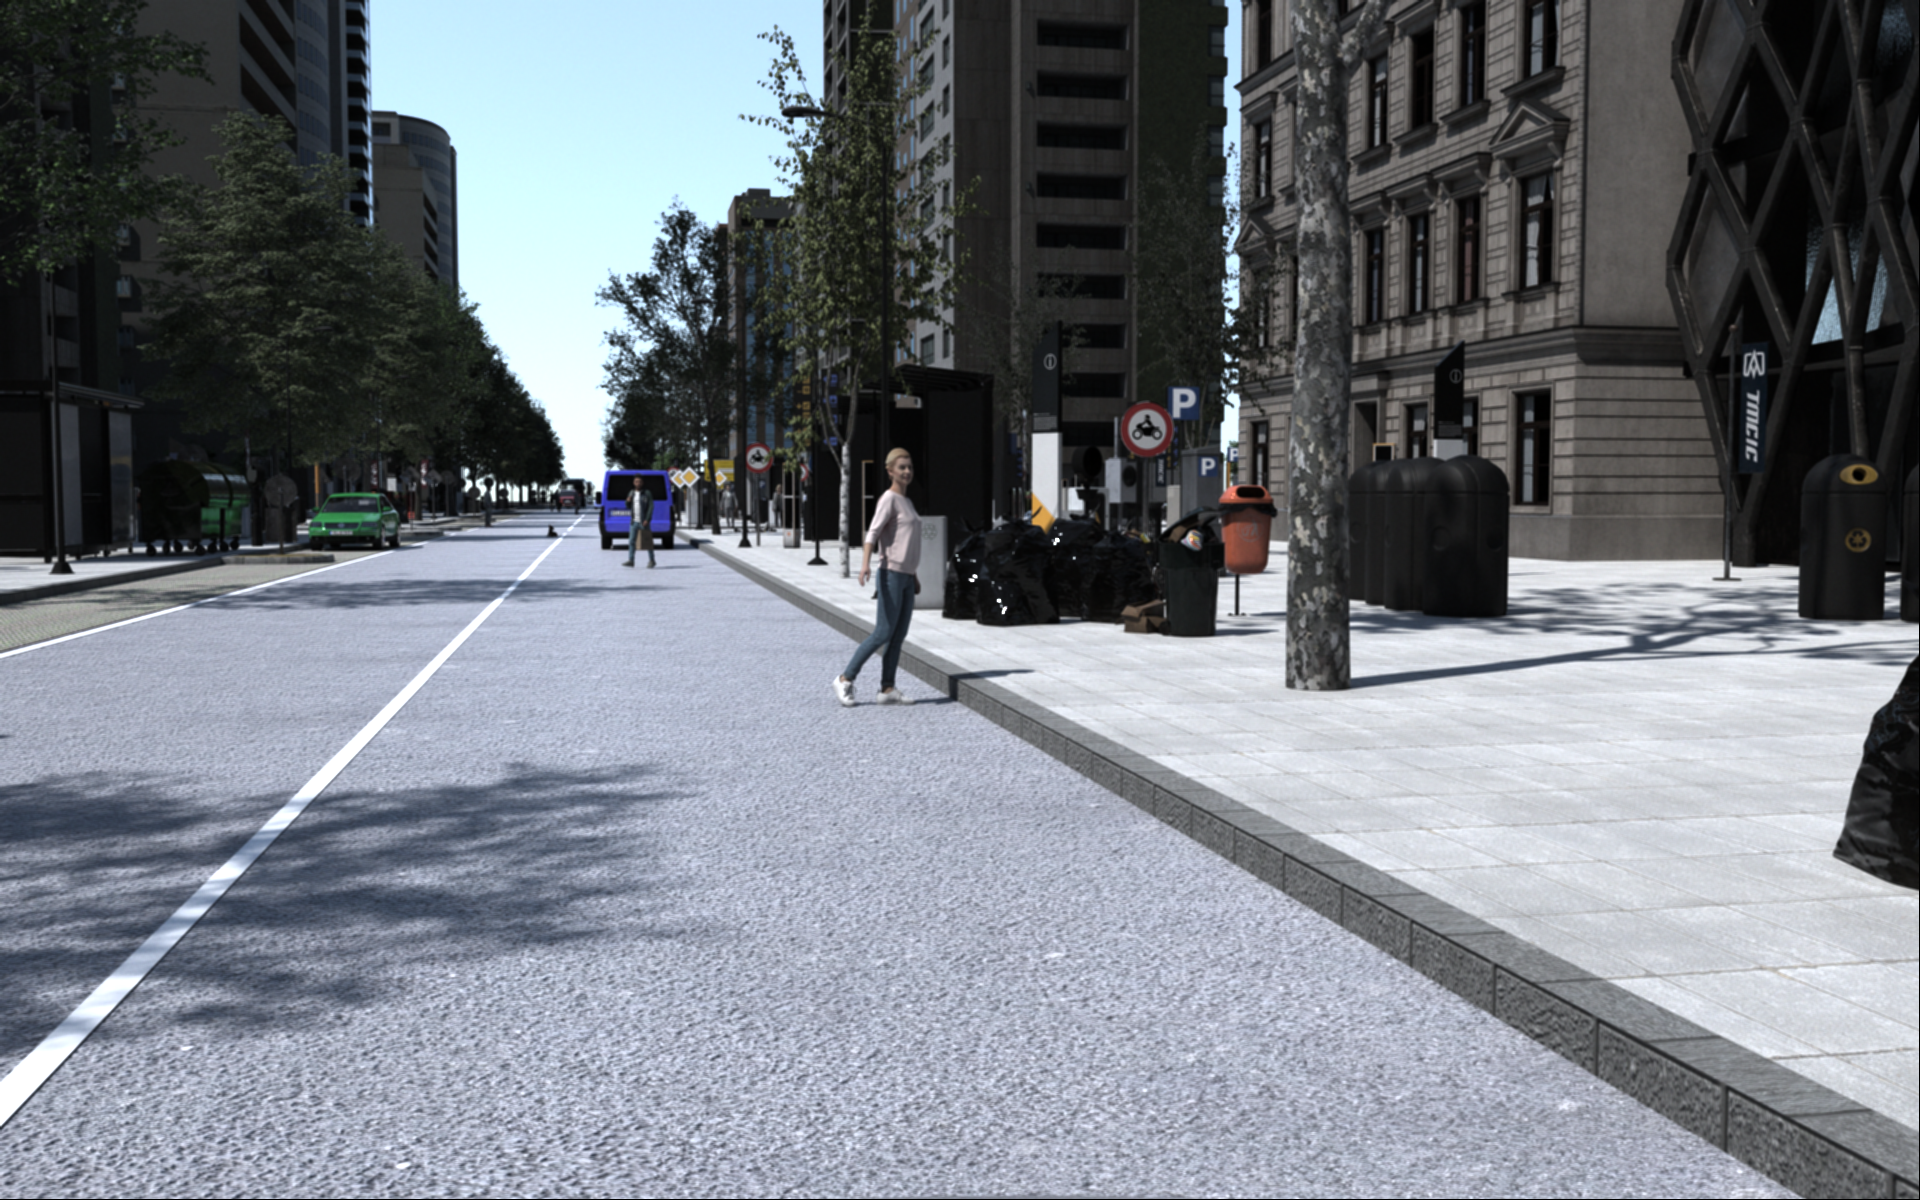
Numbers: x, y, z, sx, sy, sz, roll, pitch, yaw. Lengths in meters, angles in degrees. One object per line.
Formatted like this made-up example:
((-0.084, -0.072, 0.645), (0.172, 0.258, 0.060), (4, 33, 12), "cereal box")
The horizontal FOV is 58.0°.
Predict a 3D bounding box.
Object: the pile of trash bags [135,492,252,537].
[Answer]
((-22.901, -2.580, 51.939), (3.447, 1.369, 1.912), (0, 4, -8), "pile of trash bags")

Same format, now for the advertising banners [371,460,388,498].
((-29.057, -5.630, 88.231), (2.074, 3.025, 0.090), (-2, 4, -25), "advertising banners")

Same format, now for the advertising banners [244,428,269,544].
((-18.483, -3.016, 45.498), (0.090, 3.025, 2.074), (-3, 4, -36), "advertising banners")

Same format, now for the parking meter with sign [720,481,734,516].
((-13.233, -6.320, 99.586), (0.543, 3.016, 1.738), (-3, 5, -43), "parking meter with sign")

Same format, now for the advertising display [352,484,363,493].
((-39.710, -6.673, 114.315), (0.974, 1.923, 0.123), (0, 4, -1), "advertising display")

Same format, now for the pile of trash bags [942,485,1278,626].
((1.576, -0.494, 17.824), (3.447, 1.369, 1.912), (-1, 4, -9), "pile of trash bags")

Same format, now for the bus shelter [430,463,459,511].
((-39.035, -8.576, 131.499), (1.731, 3.624, 6.357), (-1, 4, -12), "bus shelter")

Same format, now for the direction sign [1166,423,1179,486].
((6.816, -3.892, 55.623), (0.379, 3.537, 0.876), (-1, 4, -17), "direction sign")

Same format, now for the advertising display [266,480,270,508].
((-30.896, -4.434, 77.712), (0.123, 1.923, 0.974), (-3, 5, -39), "advertising display")

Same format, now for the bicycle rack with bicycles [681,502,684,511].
((-19.096, -6.750, 123.738), (2.852, 0.926, 2.925), (1, 4, 23), "bicycle rack with bicycles")

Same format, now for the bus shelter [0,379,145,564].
((-17.832, -3.386, 32.995), (2.179, 5.291, 8.768), (-1, 4, -11), "bus shelter")

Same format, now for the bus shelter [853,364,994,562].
((-0.766, -2.640, 34.447), (1.731, 3.624, 6.357), (-1, 4, -12), "bus shelter")

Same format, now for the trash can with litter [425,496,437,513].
((-41.563, -7.616, 135.907), (0.624, 1.170, 1.055), (0, 4, 2), "trash can with litter")

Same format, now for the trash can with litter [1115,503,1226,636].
((1.887, -0.270, 15.808), (1.055, 1.170, 0.624), (3, 5, 42), "trash can with litter")

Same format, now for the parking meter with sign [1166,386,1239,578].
((3.778, -1.900, 27.331), (0.543, 3.016, 1.738), (-1, 4, -12), "parking meter with sign")

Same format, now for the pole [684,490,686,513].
((-19.045, -7.733, 120.285), (0.158, 3.312, 0.155), (0, 3, 0), "pole")

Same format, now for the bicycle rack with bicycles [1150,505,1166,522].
((9.509, -4.185, 81.802), (2.925, 0.926, 2.852), (3, 5, 41), "bicycle rack with bicycles")

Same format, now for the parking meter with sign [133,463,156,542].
((-22.323, -3.037, 45.922), (1.738, 3.016, 0.543), (-1, 4, -8), "parking meter with sign")

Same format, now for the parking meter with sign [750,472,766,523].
((-8.954, -4.940, 77.022), (0.543, 3.016, 1.738), (-2, 4, -30), "parking meter with sign")

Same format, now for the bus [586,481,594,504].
((-53.374, -15.322, 245.369), (2.948, 3.499, 13.247), (-1, 4, -10), "bus")

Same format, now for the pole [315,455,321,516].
((-29.725, -5.279, 80.148), (0.158, 3.312, 0.155), (0, 3, 0), "pole")

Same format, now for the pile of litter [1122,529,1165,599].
((2.203, -0.462, 21.511), (1.719, 0.858, 1.176), (2, 4, 28), "pile of litter")

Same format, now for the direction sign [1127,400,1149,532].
((4.337, -3.077, 42.313), (0.379, 3.537, 0.876), (-2, 4, -29), "direction sign")

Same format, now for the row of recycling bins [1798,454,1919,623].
((10.185, -0.609, 17.070), (3.534, 1.692, 1.069), (3, 4, 38), "row of recycling bins")

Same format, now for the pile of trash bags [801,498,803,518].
((-7.245, -5.122, 93.496), (1.912, 1.369, 3.447), (-2, 4, -25), "pile of trash bags")

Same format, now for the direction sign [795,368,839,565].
((-2.586, -2.407, 31.344), (0.876, 3.537, 0.379), (1, 4, 22), "direction sign")

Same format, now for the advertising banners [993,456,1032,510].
((2.475, -5.082, 79.271), (2.074, 3.025, 0.090), (2, 4, 25), "advertising banners")

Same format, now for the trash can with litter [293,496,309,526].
((-26.623, -3.622, 70.275), (1.678, 1.210, 2.233), (2, 4, 29), "trash can with litter")

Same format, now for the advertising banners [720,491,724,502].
((-13.782, -6.646, 104.846), (2.074, 3.025, 0.090), (-1, 4, -22), "advertising banners")

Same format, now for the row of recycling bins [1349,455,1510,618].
((5.204, -0.767, 19.649), (1.069, 1.692, 3.534), (0, 4, -4), "row of recycling bins")

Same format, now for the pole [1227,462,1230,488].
((12.909, -5.467, 83.229), (0.158, 3.312, 0.155), (0, 3, 0), "pole")

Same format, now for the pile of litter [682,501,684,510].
((-21.241, -7.441, 135.619), (1.719, 0.858, 1.176), (3, 4, 38), "pile of litter")

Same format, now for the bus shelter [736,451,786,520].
((-9.355, -5.372, 81.762), (2.014, 3.302, 5.546), (-1, 4, -12), "bus shelter")

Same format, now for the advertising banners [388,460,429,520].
((-27.656, -5.562, 87.134), (2.074, 3.025, 0.090), (1, 4, 9), "advertising banners")

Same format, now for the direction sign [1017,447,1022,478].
((2.662, -5.630, 84.052), (0.876, 3.537, 0.379), (-2, 4, -26), "direction sign")

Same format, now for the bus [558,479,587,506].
((-44.565, -12.544, 199.958), (2.948, 3.499, 13.247), (-1, 4, -10), "bus")

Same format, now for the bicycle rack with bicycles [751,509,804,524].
((-7.341, -3.735, 74.450), (2.925, 0.926, 2.852), (0, 4, 2), "bicycle rack with bicycles")

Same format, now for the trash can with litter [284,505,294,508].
((-26.372, -3.405, 67.056), (1.055, 1.170, 0.624), (0, 4, 2), "trash can with litter")

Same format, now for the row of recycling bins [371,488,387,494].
((-41.219, -6.973, 121.118), (3.534, 1.692, 1.069), (3, 4, 37), "row of recycling bins")

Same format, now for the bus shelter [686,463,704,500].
((-17.666, -7.544, 117.275), (2.014, 3.302, 5.546), (-1, 4, -12), "bus shelter")

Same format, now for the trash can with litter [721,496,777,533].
((-7.054, -2.895, 58.386), (2.233, 1.210, 1.678), (-3, 5, -42), "trash can with litter")

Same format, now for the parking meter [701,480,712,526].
((-10.306, -3.967, 70.565), (0.399, 1.863, 0.255), (1, 4, 21), "parking meter")

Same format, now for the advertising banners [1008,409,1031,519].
((1.187, -2.377, 35.060), (0.090, 3.025, 2.074), (1, 4, 11), "advertising banners")

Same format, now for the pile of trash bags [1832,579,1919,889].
((4.827, 0.258, 5.528), (3.447, 1.369, 1.912), (-1, 4, -8), "pile of trash bags")

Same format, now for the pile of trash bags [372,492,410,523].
((-25.728, -4.103, 76.833), (1.912, 1.369, 3.447), (-2, 4, -32), "pile of trash bags")

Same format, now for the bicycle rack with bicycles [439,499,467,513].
((-35.229, -6.567, 120.747), (2.852, 0.926, 2.925), (0, 4, 5), "bicycle rack with bicycles")

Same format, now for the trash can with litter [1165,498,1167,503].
((7.718, -3.080, 61.749), (1.055, 1.170, 0.624), (-3, 5, -43), "trash can with litter")

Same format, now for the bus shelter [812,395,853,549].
((-2.870, -3.194, 43.501), (1.731, 3.624, 6.357), (-1, 4, -12), "bus shelter")

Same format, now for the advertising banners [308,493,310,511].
((-50.094, -8.212, 130.459), (2.074, 3.025, 0.090), (-1, 4, -16), "advertising banners")

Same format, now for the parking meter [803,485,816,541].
((-4.121, -2.402, 47.688), (0.372, 1.533, 0.369), (0, 3, 0), "parking meter")
